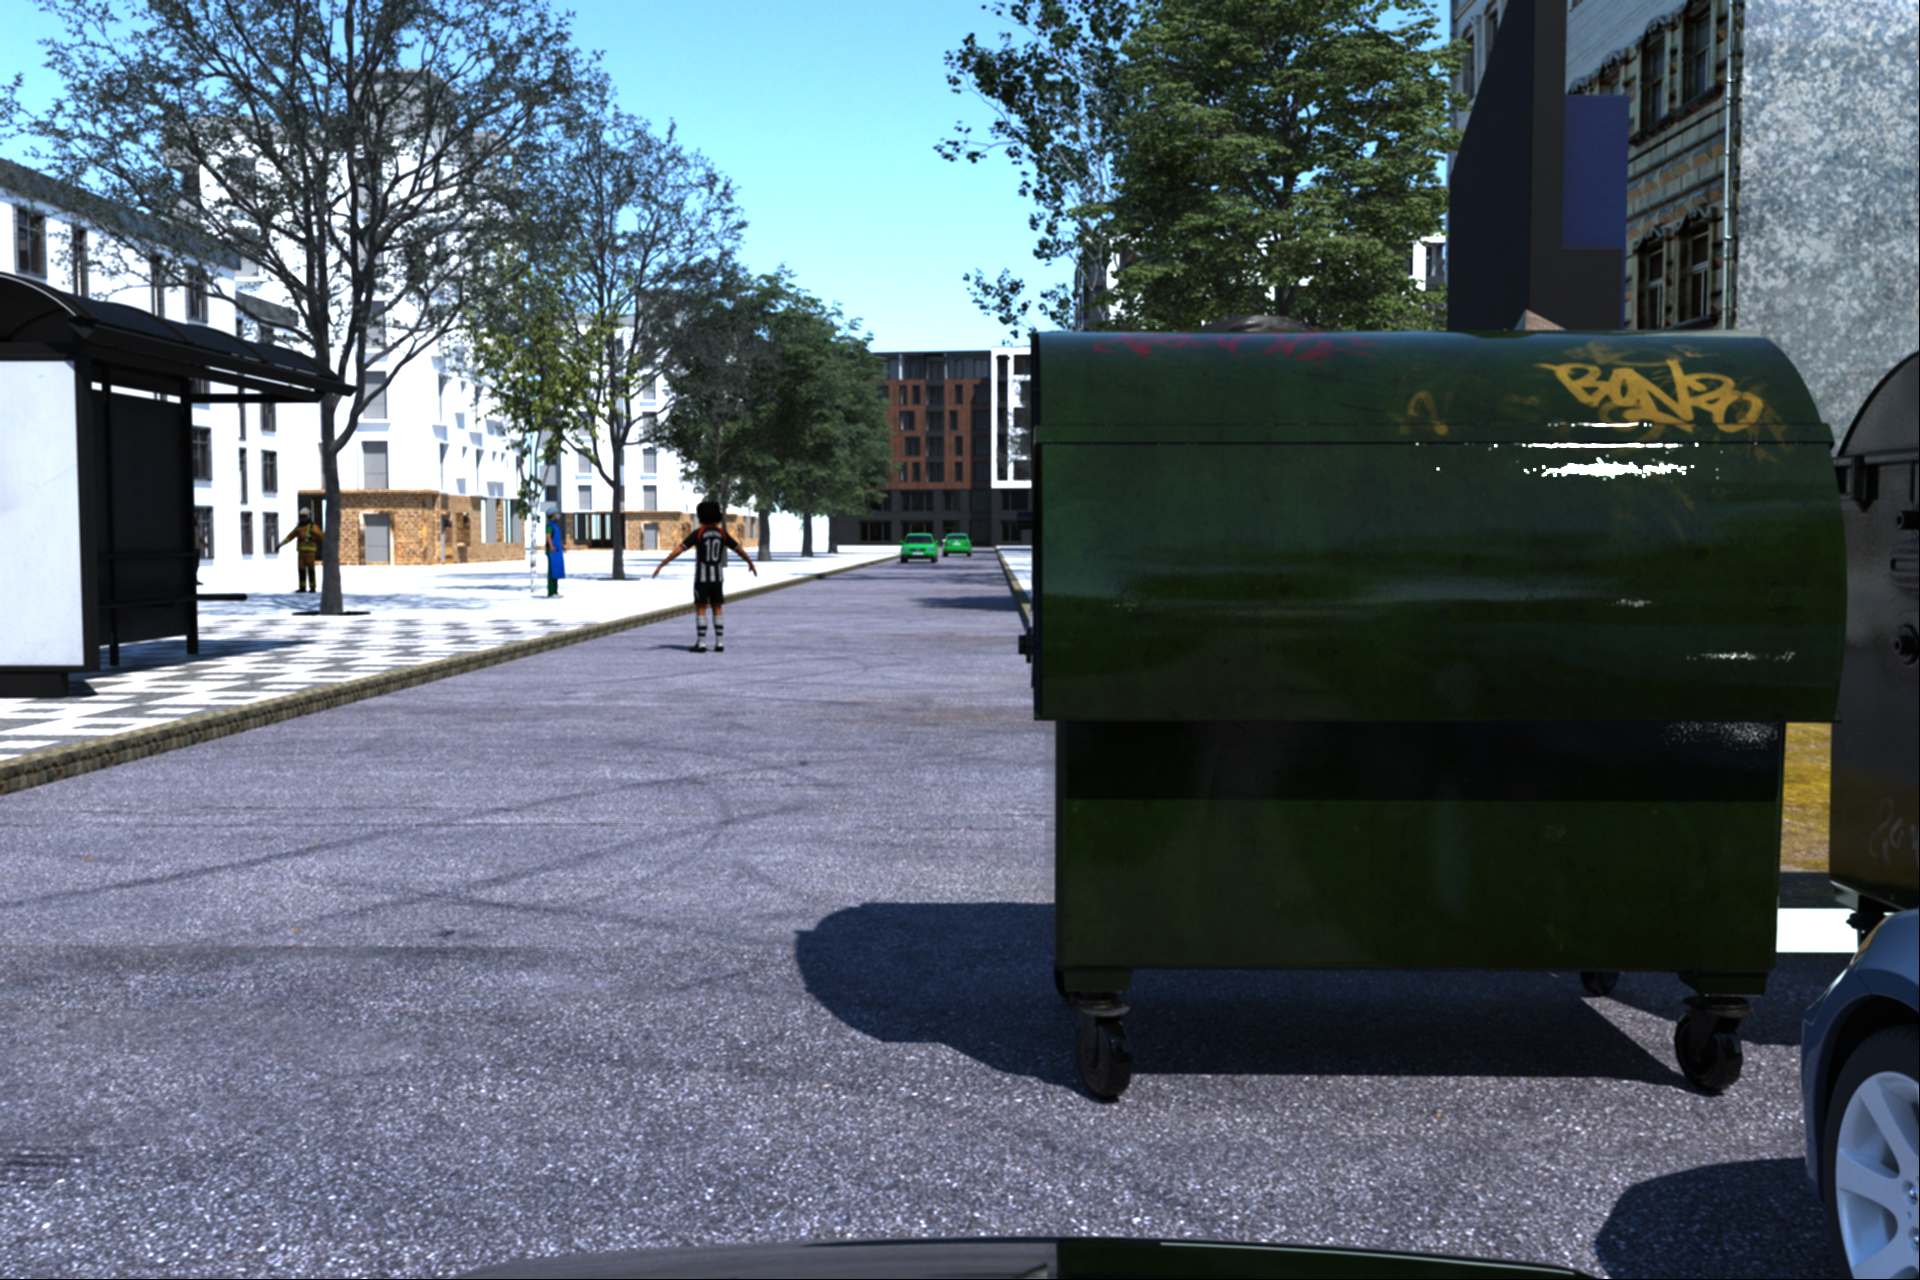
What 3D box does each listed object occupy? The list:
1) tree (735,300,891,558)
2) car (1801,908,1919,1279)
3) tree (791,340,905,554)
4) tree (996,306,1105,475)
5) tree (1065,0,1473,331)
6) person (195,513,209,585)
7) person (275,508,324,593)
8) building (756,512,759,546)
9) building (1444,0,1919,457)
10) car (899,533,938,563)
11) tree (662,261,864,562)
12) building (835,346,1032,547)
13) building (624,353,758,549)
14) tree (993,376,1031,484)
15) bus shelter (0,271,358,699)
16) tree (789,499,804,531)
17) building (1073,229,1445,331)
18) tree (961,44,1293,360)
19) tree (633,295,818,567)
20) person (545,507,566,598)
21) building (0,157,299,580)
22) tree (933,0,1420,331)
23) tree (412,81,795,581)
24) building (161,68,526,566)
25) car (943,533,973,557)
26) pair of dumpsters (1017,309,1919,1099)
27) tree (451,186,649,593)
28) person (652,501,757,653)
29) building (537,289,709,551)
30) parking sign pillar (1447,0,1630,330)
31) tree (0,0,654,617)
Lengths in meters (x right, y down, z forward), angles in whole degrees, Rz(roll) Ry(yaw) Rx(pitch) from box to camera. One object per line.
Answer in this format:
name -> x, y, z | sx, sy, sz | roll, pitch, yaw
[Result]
tree -> -8.458, -11.478, 94.327 | 9.857, 13.997, 8.962 | 0, 3, 0
car -> 2.384, 0.653, 1.321 | 2.014, 1.417, 4.499 | 0, 4, 1
tree -> -8.209, -12.579, 112.328 | 9.857, 13.997, 8.962 | 0, 3, 0
tree -> 6.983, -11.175, 93.074 | 12.009, 13.543, 11.850 | 0, 3, 0
tree -> 5.486, -6.832, 29.823 | 7.486, 12.596, 7.792 | 0, 3, 0
person -> -19.193, -2.282, 43.433 | 0.705, 1.813, 1.348 | 0, 4, -3
person -> -14.270, -1.957, 37.767 | 1.354, 1.858, 0.705 | 1, 4, 12
building -> -26.075, -19.222, 170.694 | 16.016, 20.090, 11.380 | 0, 4, 2
building -> 22.166, -12.616, 37.204 | 19.493, 23.208, 18.063 | 0, 4, 1
car -> -2.039, -4.773, 86.839 | 1.959, 1.807, 4.718 | 0, 4, 1
tree -> -9.149, -10.588, 79.762 | 9.857, 13.997, 8.962 | 0, 3, 0
building -> 3.566, -21.728, 201.685 | 32.646, 21.610, 27.936 | 1, 4, 10
building -> -24.582, -18.077, 151.973 | 16.016, 20.090, 11.380 | 0, 4, 2
tree -> 7.452, -11.994, 106.473 | 12.009, 13.543, 11.850 | 0, 3, 0
bus shelter -> -7.519, -1.349, 15.977 | 2.014, 3.302, 5.546 | 0, 4, 1
tree -> -18.192, -15.317, 200.787 | 4.737, 8.622, 4.395 | 0, 3, 0
building -> 22.538, -17.665, 132.797 | 27.936, 21.610, 32.646 | 0, 4, 1
tree -> 6.517, -12.855, 66.075 | 12.611, 20.169, 13.585 | 0, 3, 0
tree -> -8.856, -8.085, 66.599 | 8.767, 10.594, 7.601 | 3, 4, 36
person -> -8.100, -1.744, 34.648 | 0.704, 1.817, 1.347 | 0, 4, -3
building -> -25.765, -6.678, 51.329 | 9.099, 9.664, 28.070 | 0, 4, 0
tree -> 5.483, -11.570, 45.066 | 12.611, 20.169, 13.585 | 0, 3, 0
tree -> -9.598, -8.395, 47.621 | 12.009, 13.543, 11.850 | 0, 3, 0
building -> -26.430, -13.181, 71.924 | 16.016, 20.090, 11.380 | 0, 4, 0
car -> -0.168, -6.165, 109.590 | 1.959, 1.807, 4.718 | 0, 4, 1
pair of dumpsters -> 2.378, 0.007, 4.829 | 4.436, 2.255, 1.574 | 0, 4, 1
tree -> -9.152, -5.351, 37.849 | 4.737, 8.622, 4.395 | 0, 3, 0
person -> -3.061, -0.760, 21.030 | 1.345, 1.843, 0.704 | -2, 4, -30
building -> -26.710, -17.032, 134.891 | 16.016, 20.090, 11.380 | 0, 4, 2
parking sign pillar -> 2.702, -1.211, 8.270 | 1.447, 3.967, 1.447 | 0, 3, 0
tree -> -9.811, -7.136, 27.050 | 12.009, 13.543, 11.850 | 0, 3, 0
